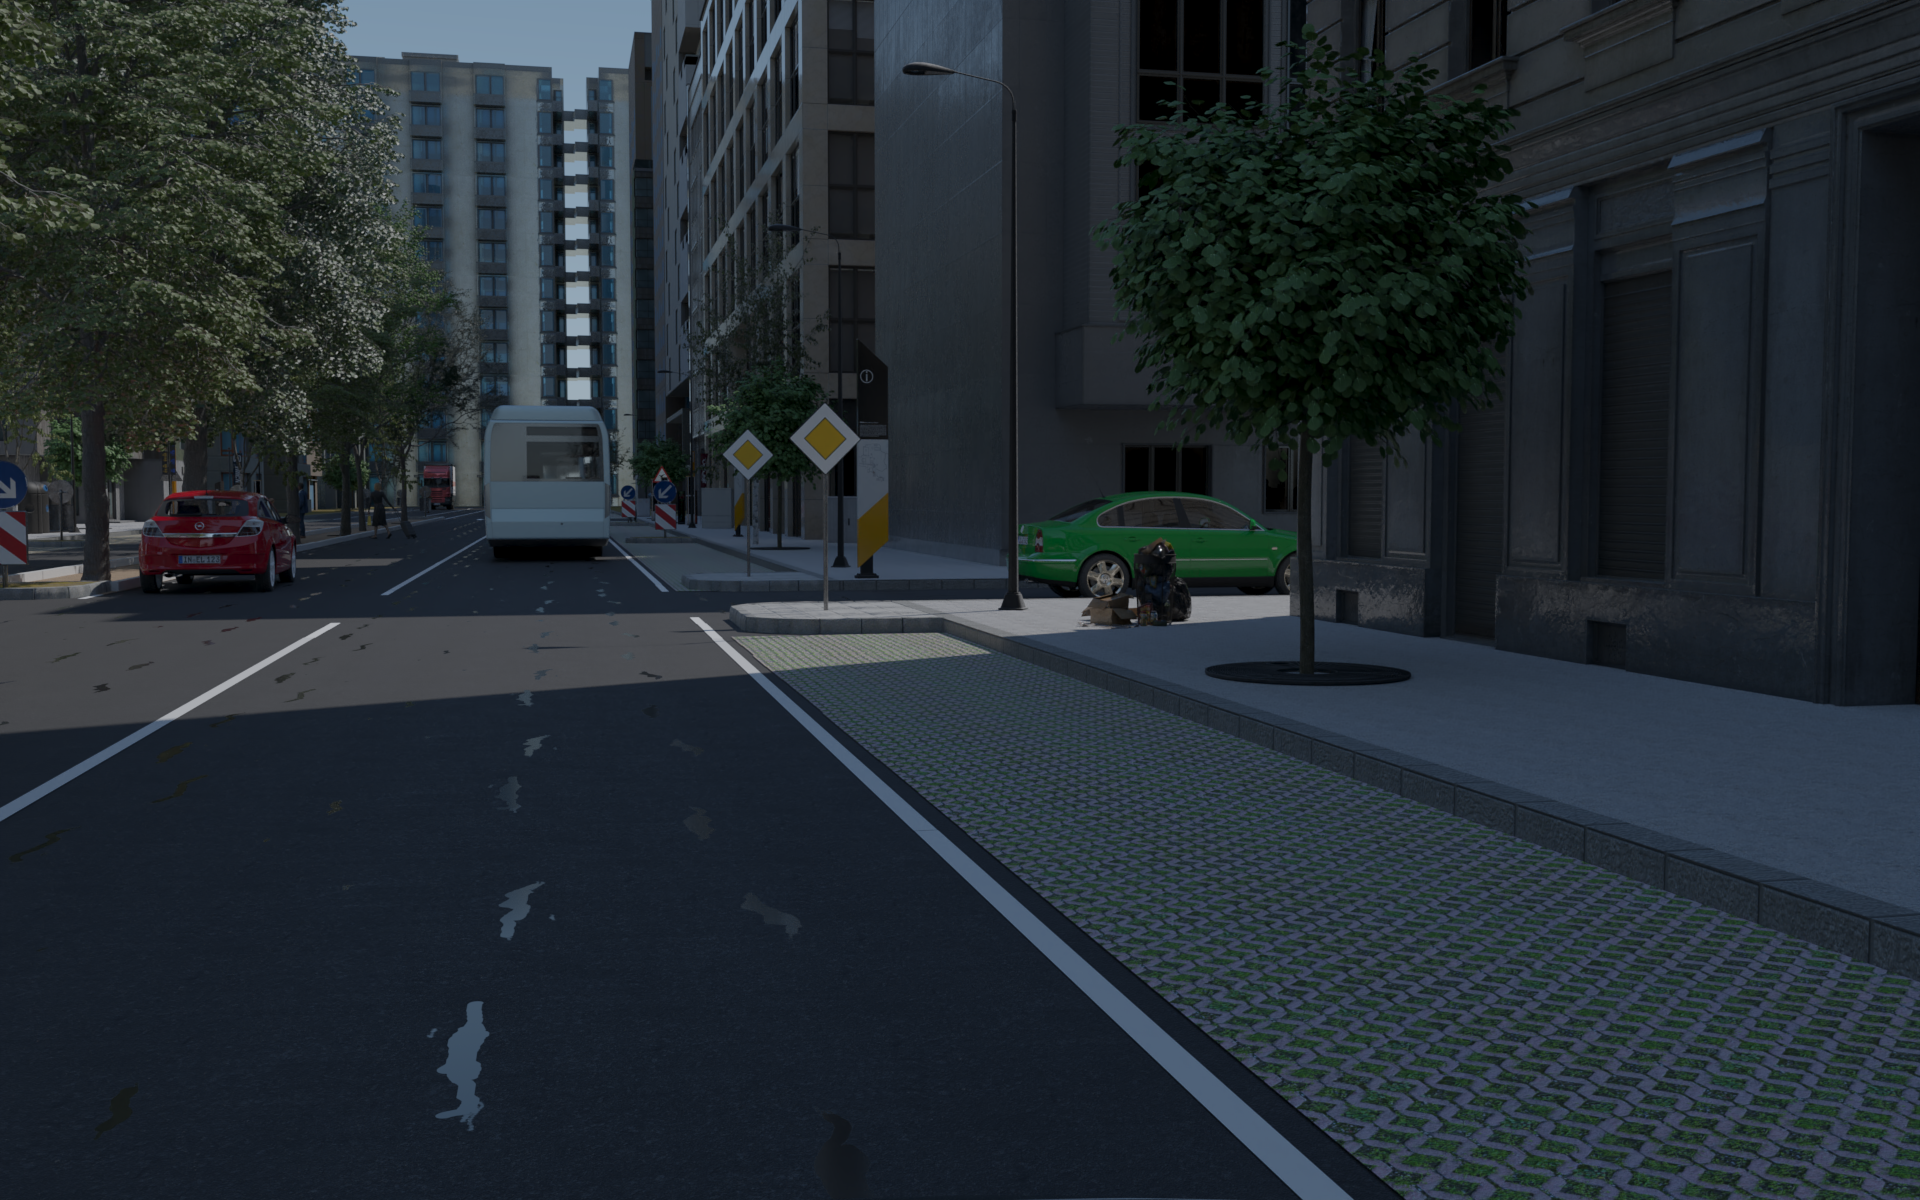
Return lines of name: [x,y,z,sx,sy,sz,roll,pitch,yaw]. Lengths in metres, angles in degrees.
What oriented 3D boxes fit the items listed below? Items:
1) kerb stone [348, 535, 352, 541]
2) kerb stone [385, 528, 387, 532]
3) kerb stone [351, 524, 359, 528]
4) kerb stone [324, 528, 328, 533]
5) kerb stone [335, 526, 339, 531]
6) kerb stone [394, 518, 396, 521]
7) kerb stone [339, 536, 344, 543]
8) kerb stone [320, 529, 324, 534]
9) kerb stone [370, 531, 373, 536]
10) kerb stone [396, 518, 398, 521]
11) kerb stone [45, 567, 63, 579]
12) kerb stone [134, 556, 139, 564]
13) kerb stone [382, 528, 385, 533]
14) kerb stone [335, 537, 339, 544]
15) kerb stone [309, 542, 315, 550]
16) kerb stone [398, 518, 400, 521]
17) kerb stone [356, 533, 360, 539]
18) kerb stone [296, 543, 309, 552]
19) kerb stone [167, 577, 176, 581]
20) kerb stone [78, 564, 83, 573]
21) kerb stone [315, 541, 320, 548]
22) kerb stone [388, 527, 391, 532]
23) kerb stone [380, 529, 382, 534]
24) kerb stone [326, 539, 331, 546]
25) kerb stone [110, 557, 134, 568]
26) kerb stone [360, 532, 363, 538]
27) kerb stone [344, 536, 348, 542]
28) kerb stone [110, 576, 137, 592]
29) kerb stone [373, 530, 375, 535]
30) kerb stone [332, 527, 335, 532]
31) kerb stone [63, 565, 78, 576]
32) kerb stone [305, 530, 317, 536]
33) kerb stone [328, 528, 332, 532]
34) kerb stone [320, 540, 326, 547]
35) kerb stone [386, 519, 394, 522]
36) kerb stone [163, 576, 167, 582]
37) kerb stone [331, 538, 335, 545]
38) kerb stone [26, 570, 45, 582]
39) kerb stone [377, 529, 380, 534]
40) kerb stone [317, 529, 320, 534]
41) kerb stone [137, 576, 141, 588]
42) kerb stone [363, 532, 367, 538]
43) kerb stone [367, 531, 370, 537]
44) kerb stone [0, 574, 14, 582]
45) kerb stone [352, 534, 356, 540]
kerb stone: [-18.742,-1.871,52.846,0.120,0.150,1.000,-1,4,-13]
kerb stone: [-21.294,-2.547,63.832,0.120,0.150,1.000,-1,4,-13]
kerb stone: [-25.641,-3.129,73.347,0.120,0.150,1.000,-1,4,-13]
kerb stone: [-23.335,-2.517,63.349,0.120,0.150,1.000,-1,4,-13]
kerb stone: [-24.019,-2.701,66.351,0.120,0.150,1.000,-1,4,-13]
kerb stone: [-29.330,-4.106,89.323,0.120,0.150,1.000,-1,4,-13]
kerb stone: [-18.283,-1.752,50.835,0.120,0.150,1.000,-1,4,-13]
kerb stone: [-23.100,-2.456,62.347,0.120,0.150,1.000,-1,4,-13]
kerb stone: [-20.127,-2.240,58.833,0.120,0.150,1.000,-1,4,-13]
kerb stone: [-29.568,-4.167,90.323,0.120,0.150,1.000,-1,4,-13]
kerb stone: [-15.470,-0.439,29.374,0.120,0.150,1.000,-1,4,-13]
kerb stone: [-16.853,-0.804,35.361,0.120,0.150,1.000,-1,4,-13]
kerb stone: [-21.052,-2.481,62.839,0.120,0.150,1.000,-1,4,-13]
kerb stone: [-18.059,-1.691,49.838,0.120,0.150,1.000,-1,4,-13]
kerb stone: [-16.891,-1.382,44.832,0.120,0.150,1.000,-1,4,-13]
kerb stone: [-29.777,-4.219,91.324,0.120,0.150,1.000,-1,4,-13]
kerb stone: [-19.207,-1.997,54.843,0.120,0.150,1.000,-1,4,-13]
kerb stone: [-16.660,-1.320,43.823,0.120,0.150,1.000,-1,4,-13]
kerb stone: [-13.201,-0.406,28.840,0.120,0.150,1.000,-1,4,-13]
kerb stone: [-15.935,-0.560,31.365,0.120,0.150,1.000,-1,4,-13]
kerb stone: [-17.122,-1.445,45.828,0.120,0.150,1.000,-1,4,-13]
kerb stone: [-21.516,-2.608,64.830,0.120,0.150,1.000,-1,4,-13]
kerb stone: [-20.823,-2.422,61.835,0.120,0.150,1.000,-1,4,-13]
kerb stone: [-17.583,-1.568,47.837,0.120,0.150,1.000,-1,4,-13]
kerb stone: [-16.628,-0.744,34.360,0.120,0.150,1.000,-1,4,-13]
kerb stone: [-19.436,-2.058,55.839,0.120,0.150,1.000,-1,4,-13]
kerb stone: [-18.512,-1.814,51.848,0.120,0.150,1.000,-1,4,-13]
kerb stone: [-12.503,-0.223,25.852,0.120,0.150,1.000,-1,4,-13]
kerb stone: [-20.360,-2.296,59.832,0.120,0.150,1.000,-1,4,-13]
kerb stone: [-23.792,-2.640,65.353,0.120,0.150,1.000,-1,4,-13]
kerb stone: [-15.710,-0.500,30.368,0.120,0.150,1.000,-1,4,-13]
kerb stone: [-22.636,-2.326,60.349,0.120,0.150,1.000,-1,4,-13]
kerb stone: [-23.569,-2.578,64.352,0.120,0.150,1.000,-1,4,-13]
kerb stone: [-17.353,-1.495,46.833,0.120,0.150,1.000,-1,4,-13]
kerb stone: [-29.101,-4.045,88.325,0.120,0.150,1.000,-1,4,-13]
kerb stone: [-12.966,-0.346,27.846,0.120,0.150,1.000,-1,4,-13]
kerb stone: [-17.819,-1.626,48.838,0.120,0.150,1.000,-1,4,-13]
kerb stone: [-15.243,-0.378,28.376,0.120,0.150,1.000,-1,4,-13]
kerb stone: [-20.586,-2.363,60.832,0.120,0.150,1.000,-1,4,-13]
kerb stone: [-22.876,-2.395,61.346,0.120,0.150,1.000,-1,4,-13]
kerb stone: [-12.735,-0.285,26.847,0.120,0.150,1.000,-1,4,-13]
kerb stone: [-19.660,-2.118,56.837,0.120,0.150,1.000,-1,4,-13]
kerb stone: [-19.899,-2.180,57.833,0.120,0.150,1.000,-1,4,-13]
kerb stone: [-15.022,-0.314,27.378,0.120,0.150,1.000,-1,4,-13]
kerb stone: [-18.973,-1.930,53.842,0.120,0.150,1.000,-1,4,-13]
